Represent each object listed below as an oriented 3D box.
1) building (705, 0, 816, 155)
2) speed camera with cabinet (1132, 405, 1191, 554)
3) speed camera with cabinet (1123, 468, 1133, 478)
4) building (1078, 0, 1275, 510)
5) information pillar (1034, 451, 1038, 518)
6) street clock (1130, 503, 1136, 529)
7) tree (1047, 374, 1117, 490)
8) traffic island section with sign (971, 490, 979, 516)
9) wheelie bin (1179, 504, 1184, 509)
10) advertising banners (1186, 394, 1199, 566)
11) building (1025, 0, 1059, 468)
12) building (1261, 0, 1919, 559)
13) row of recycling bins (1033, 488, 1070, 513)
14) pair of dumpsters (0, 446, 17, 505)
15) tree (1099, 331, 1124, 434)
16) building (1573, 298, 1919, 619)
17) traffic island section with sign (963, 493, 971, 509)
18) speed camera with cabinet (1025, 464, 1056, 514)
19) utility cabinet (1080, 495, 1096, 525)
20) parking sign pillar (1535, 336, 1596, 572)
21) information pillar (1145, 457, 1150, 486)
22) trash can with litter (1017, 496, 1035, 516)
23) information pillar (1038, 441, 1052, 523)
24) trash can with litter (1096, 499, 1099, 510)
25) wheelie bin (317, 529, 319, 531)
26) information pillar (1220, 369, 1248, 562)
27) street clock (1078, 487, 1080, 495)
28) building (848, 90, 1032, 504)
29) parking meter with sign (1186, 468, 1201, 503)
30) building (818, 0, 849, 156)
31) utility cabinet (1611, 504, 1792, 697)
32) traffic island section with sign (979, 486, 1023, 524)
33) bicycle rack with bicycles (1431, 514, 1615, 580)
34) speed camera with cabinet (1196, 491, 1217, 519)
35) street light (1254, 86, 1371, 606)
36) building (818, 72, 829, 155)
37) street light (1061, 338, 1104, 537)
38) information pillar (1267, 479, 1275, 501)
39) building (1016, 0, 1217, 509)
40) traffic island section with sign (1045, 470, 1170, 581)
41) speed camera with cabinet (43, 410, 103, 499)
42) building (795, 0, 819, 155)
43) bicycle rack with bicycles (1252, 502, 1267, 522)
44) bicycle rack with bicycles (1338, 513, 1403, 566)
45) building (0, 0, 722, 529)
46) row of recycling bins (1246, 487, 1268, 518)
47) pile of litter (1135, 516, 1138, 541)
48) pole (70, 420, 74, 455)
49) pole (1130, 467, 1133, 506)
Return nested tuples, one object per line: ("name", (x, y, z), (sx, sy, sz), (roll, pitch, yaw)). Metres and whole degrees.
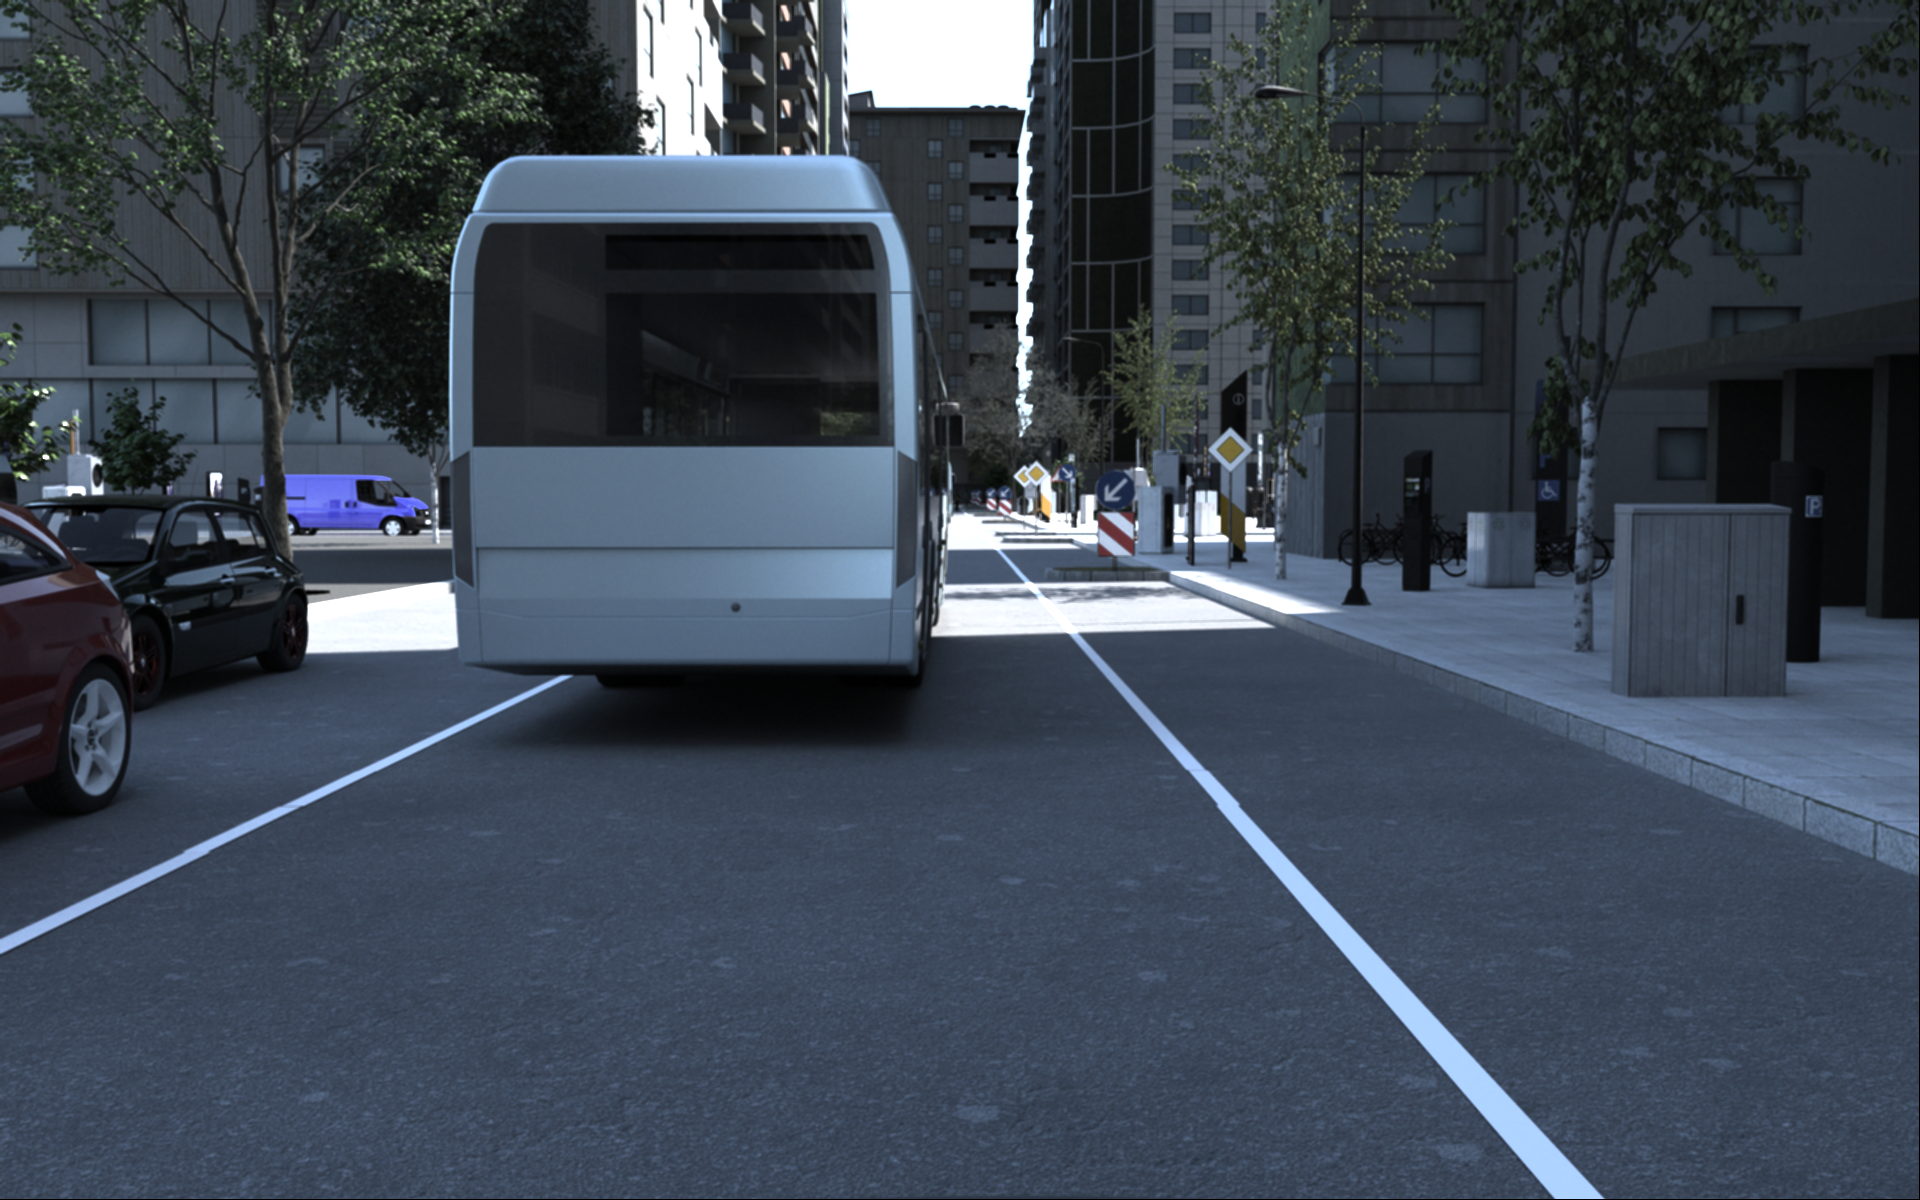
("building", (-21.190, -28.149, 114.863), (22.147, 44.769, 28.867), (0, 4, 0))
("speed camera with cabinet", (4.433, -2.659, 37.808), (0.660, 3.252, 2.038), (1, 4, 22))
("speed camera with cabinet", (6.903, -4.168, 62.484), (2.038, 3.252, 0.660), (-2, 4, -25))
("building", (16.818, -43.185, 144.321), (20.563, 71.187, 20.611), (0, 4, 0))
("information pillar", (4.290, -6.309, 94.503), (0.504, 3.616, 0.183), (2, 4, 34))
("street clock", (6.377, -3.629, 63.897), (0.358, 2.002, 0.471), (-2, 4, -27))
("tree", (7.448, -9.578, 106.968), (4.360, 8.622, 3.978), (0, 3, 0))
("traffic island section with sign", (1.893, -6.314, 111.857), (1.989, 1.847, 2.006), (0, 4, 0))
("wheelie bin", (13.906, -6.219, 109.593), (0.693, 1.594, 0.980), (2, 4, 28))
("advertising banners", (4.192, -2.144, 31.240), (0.090, 3.025, 2.074), (0, 4, 4))
("building", (17.908, -33.719, 170.915), (23.786, 49.044, 30.456), (0, 4, 0))
("building", (14.123, -21.783, 39.754), (14.154, 41.232, 14.086), (0, 4, 0))
("row of recycling bins", (6.352, -6.669, 116.145), (3.534, 1.692, 1.069), (2, 4, 35))
("pair of dumpsters", (-8.400, -0.577, 11.921), (1.574, 2.255, 4.437), (0, 4, 0))
("tree", (7.578, -7.188, 67.887), (4.737, 8.622, 4.395), (0, 3, 0))
("building", (19.152, -21.625, 8.193), (22.147, 44.769, 28.867), (0, 4, 0))
("traffic island section with sign", (1.553, -9.350, 161.493), (1.989, 1.847, 2.006), (0, 4, 0))
("speed camera with cabinet", (5.292, -7.308, 113.822), (2.038, 3.252, 0.660), (0, 4, 1))
("utility cabinet", (5.339, -3.790, 73.127), (0.306, 1.237, 1.020), (1, 4, 22))
("parking sign pillar", (9.953, -2.485, 29.099), (1.447, 3.967, 1.447), (1, 4, 23))
("information pillar", (11.975, -7.297, 110.661), (0.183, 3.616, 0.504), (2, 4, 33))
("trash can with litter", (3.934, -5.522, 101.664), (1.055, 1.170, 0.624), (-2, 4, -30))
("information pillar", (3.779, -5.173, 75.927), (0.504, 3.616, 0.183), (-2, 4, -31))
("trash can with litter", (9.687, -7.075, 127.058), (1.055, 1.170, 0.624), (-1, 4, -13))
("wheelie bin", (-22.697, -3.204, 60.300), (0.980, 1.594, 0.693), (-1, 4, -8))
("information pillar", (5.185, -2.531, 32.729), (0.504, 3.616, 0.183), (1, 4, 18))
("street clock", (7.477, -6.501, 110.855), (0.471, 2.002, 0.358), (0, 4, -3))
("building", (-3.265, -39.475, 234.657), (27.495, 52.752, 28.713), (0, 4, 0))
("parking meter with sign", (15.311, -7.359, 116.572), (1.738, 3.016, 0.543), (-1, 4, -11))
("building", (-26.895, -40.055, 196.904), (28.212, 58.520, 21.231), (0, 4, 0))
("utility cabinet", (4.721, 0.007, 11.042), (1.020, 1.237, 0.306), (0, 4, -3))
("traffic island section with sign", (2.070, -4.665, 84.903), (1.989, 1.847, 2.006), (0, 4, 0))
("bicycle rack with bicycles", (8.842, -0.808, 26.592), (2.925, 0.926, 2.852), (0, 4, 2))
("speed camera with cabinet", (12.012, -5.729, 88.007), (2.038, 3.252, 0.660), (-1, 4, -10))
("street light", (4.055, -2.897, 19.915), (1.470, 5.913, 1.316), (0, 4, 0))
("building", (-19.692, -29.312, 162.852), (14.154, 41.232, 14.086), (0, 4, 0))
("street light", (3.700, -4.838, 51.638), (1.470, 5.913, 1.316), (0, 4, 0))
("information pillar", (15.493, -4.994, 86.145), (0.304, 2.012, 0.304), (3, 5, 41))
("building", (16.702, -46.328, 195.717), (20.563, 71.187, 20.611), (0, 4, 0))
("traffic island section with sign", (2.458, -1.269, 29.368), (1.989, 1.847, 2.006), (0, 4, 0))
("speed camera with cabinet", (-20.445, -2.790, 39.950), (0.660, 3.252, 2.038), (0, 4, -5))
("building", (-23.201, -31.871, 144.795), (21.300, 48.544, 21.600), (0, 4, 0))
("bicycle rack with bicycles", (13.560, -4.153, 81.289), (2.852, 0.926, 2.925), (2, 4, 28))
("bicycle rack with bicycles", (8.204, -1.121, 31.706), (2.925, 0.926, 2.852), (0, 4, 2))
("building", (-25.062, -29.671, 74.358), (28.713, 52.752, 27.495), (0, 4, 0))
("row of recycling bins", (16.714, -5.337, 94.370), (1.069, 1.692, 3.534), (-3, 5, -41))
("pile of litter", (4.838, -2.062, 47.675), (1.176, 0.858, 1.719), (2, 4, 35))
("pole", (-24.403, -3.298, 47.772), (0.158, 3.312, 0.155), (0, 3, 0))
("pole", (12.907, -8.360, 130.529), (0.158, 3.312, 0.155), (0, 3, 0))
